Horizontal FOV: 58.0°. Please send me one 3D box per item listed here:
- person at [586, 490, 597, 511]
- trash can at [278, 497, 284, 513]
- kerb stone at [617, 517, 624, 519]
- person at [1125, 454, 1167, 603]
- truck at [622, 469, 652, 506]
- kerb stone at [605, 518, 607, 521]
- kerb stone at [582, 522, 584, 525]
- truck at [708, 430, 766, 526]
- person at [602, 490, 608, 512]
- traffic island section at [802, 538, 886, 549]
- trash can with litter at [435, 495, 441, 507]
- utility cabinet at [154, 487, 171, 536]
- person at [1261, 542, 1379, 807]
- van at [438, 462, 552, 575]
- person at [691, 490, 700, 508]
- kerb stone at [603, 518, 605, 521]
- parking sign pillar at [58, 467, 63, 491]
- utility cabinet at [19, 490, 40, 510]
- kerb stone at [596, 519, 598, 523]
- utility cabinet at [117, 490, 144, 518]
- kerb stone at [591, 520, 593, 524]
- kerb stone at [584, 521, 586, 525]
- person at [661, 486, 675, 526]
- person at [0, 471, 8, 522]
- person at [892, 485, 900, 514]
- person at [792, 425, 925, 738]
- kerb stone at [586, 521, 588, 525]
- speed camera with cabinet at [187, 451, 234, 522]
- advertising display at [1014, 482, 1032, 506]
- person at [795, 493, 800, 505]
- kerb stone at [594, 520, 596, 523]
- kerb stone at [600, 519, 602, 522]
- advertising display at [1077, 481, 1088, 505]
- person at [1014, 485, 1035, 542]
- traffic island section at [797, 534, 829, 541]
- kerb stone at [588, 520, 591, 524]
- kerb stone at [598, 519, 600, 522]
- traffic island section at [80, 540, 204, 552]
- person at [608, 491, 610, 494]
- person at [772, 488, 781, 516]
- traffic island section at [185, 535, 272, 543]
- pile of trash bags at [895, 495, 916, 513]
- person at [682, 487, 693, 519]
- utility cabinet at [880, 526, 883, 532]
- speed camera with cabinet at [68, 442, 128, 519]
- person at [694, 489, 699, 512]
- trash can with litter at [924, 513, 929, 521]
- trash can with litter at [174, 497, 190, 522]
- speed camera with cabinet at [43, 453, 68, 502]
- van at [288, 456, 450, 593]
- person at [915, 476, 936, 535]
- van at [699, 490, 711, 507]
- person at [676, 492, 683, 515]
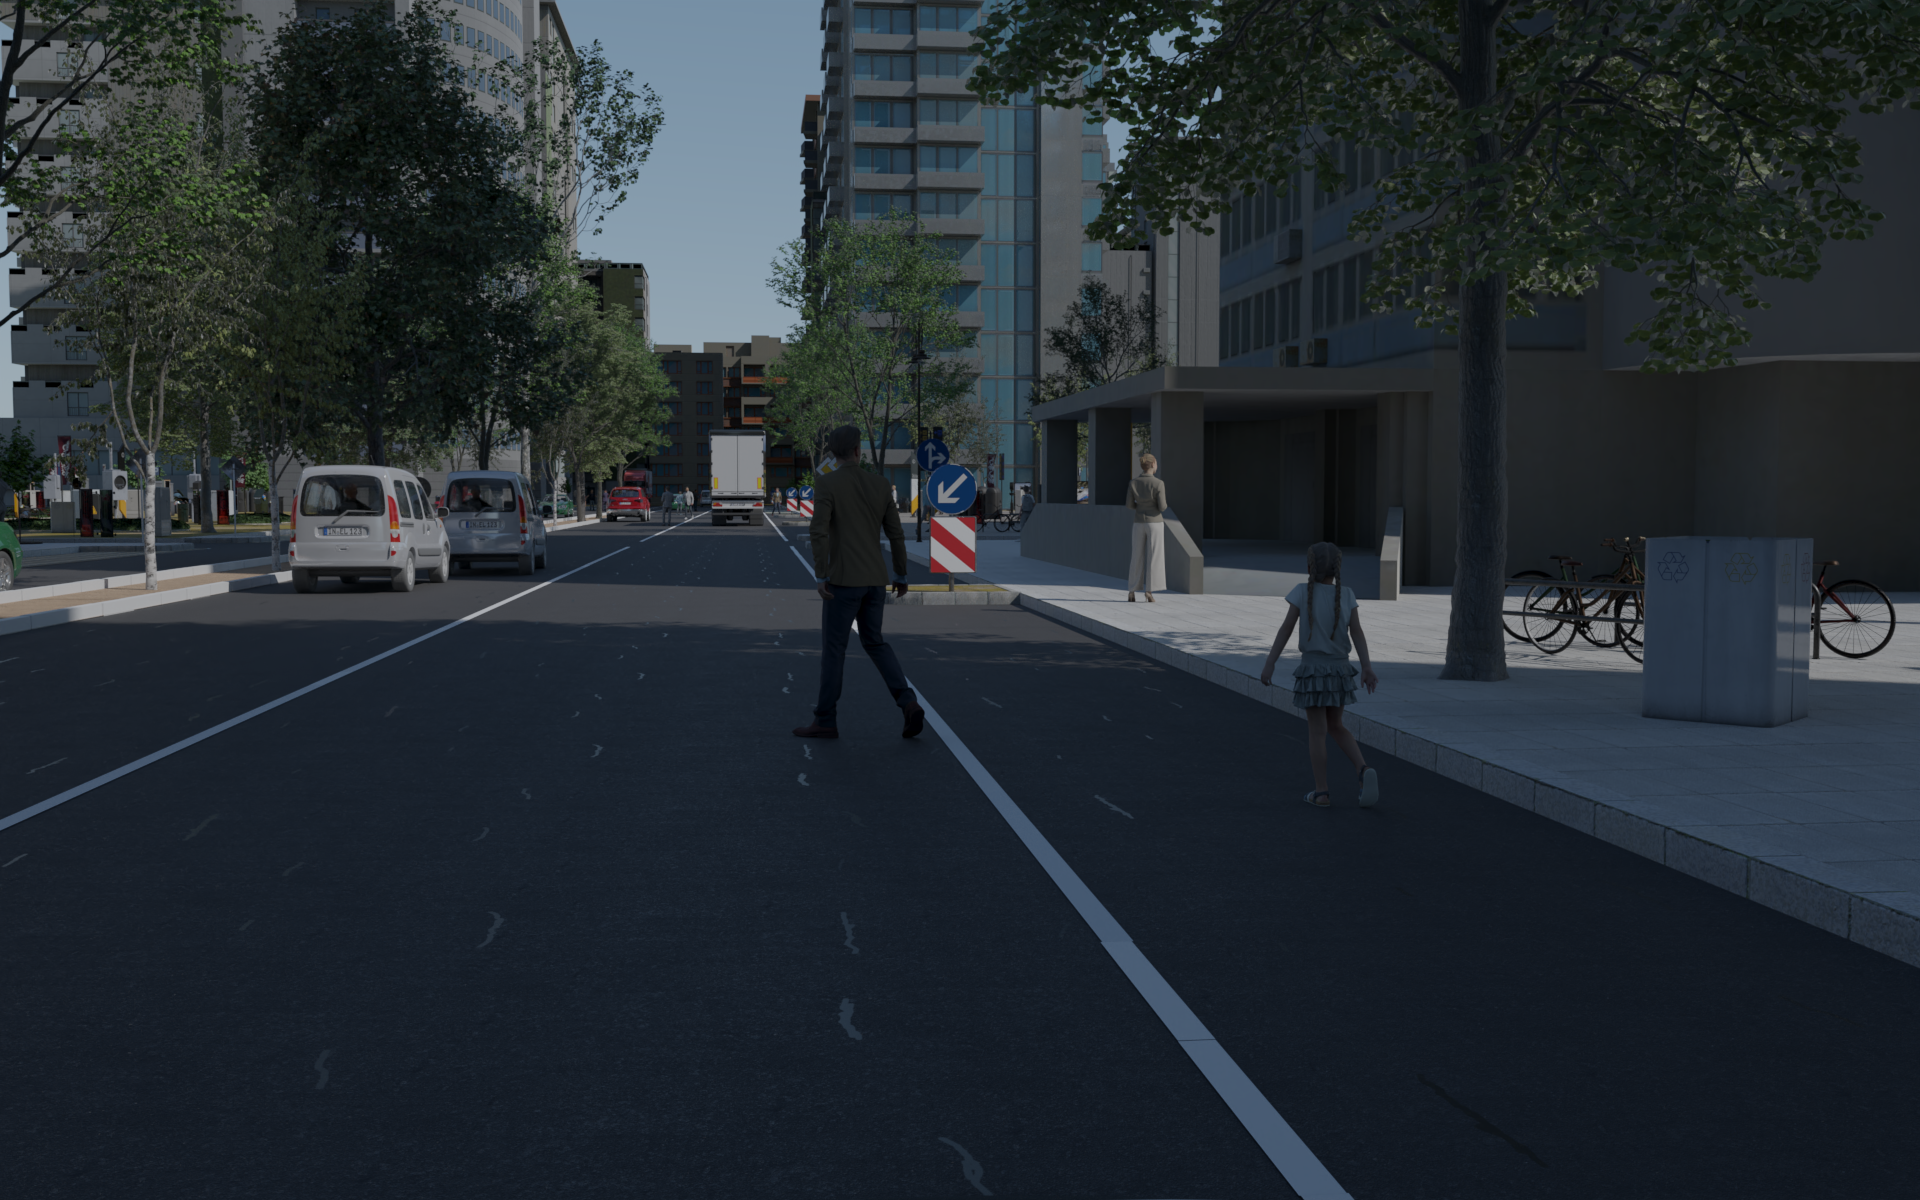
[{"bbox_3d":[-31.321,-8.499,147.479,1.348,1.822,0.705,-3,4,-37],"label":"person"},{"bbox_3d":[-40.033,-5.505,101.658,0.748,1.137,0.748,0,3,0],"label":"trash can"},{"bbox_3d":[-20.332,-4.989,103.802,0.120,0.150,1.000,0,4,-7],"label":"kerb stone"},{"bbox_3d":[2.238,-0.851,20.507,0.519,1.759,0.362,2,4,30],"label":"person"},{"bbox_3d":[-35.814,-12.453,192.522,2.839,4.237,11.283,0,4,-6],"label":"truck"},{"bbox_3d":[-18.720,-4.182,90.578,0.120,0.150,1.000,0,4,-7],"label":"kerb stone"},{"bbox_3d":[-17.215,-3.436,78.368,0.120,0.150,1.000,0,4,-7],"label":"kerb stone"},{"bbox_3d":[-10.467,-5.653,81.333,2.839,4.237,11.283,0,4,-8],"label":"truck"},{"bbox_3d":[-28.775,-8.018,140.042,0.683,1.767,0.568,-3,5,-44],"label":"person"},{"bbox_3d":[-3.097,-1.463,46.195,2.009,0.180,2.903,0,4,-7],"label":"traffic island section"},{"bbox_3d":[-35.682,-6.611,119.154,2.233,1.210,1.678,2,4,30],"label":"trash can with litter"},{"bbox_3d":[-24.033,-2.656,52.108,0.318,1.500,1.173,-1,4,-12],"label":"utility cabinet"},{"bbox_3d":[1.643,0.343,7.911,0.505,1.210,0.382,0,4,-8],"label":"person"},{"bbox_3d":[-8.600,-1.527,31.973,2.013,2.044,4.112,-1,4,-9],"label":"van"},{"bbox_3d":[-27.687,-10.475,179.846,1.350,1.814,0.705,-1,4,-17],"label":"person"},{"bbox_3d":[-18.585,-4.118,89.560,0.120,0.150,1.000,0,4,-7],"label":"kerb stone"},{"bbox_3d":[-63.394,-8.152,121.758,1.447,3.967,1.447,-1,4,-20],"label":"parking sign pillar"},{"bbox_3d":[-56.491,-5.903,105.184,0.318,1.500,1.173,2,4,26],"label":"utility cabinet"},{"bbox_3d":[-18.094,-3.871,85.488,0.120,0.150,1.000,0,4,-7],"label":"kerb stone"},{"bbox_3d":[-43.324,-5.002,90.455,1.173,1.500,0.318,-1,4,-14],"label":"utility cabinet"},{"bbox_3d":[-17.711,-3.684,82.431,0.120,0.150,1.000,0,4,-7],"label":"kerb stone"},{"bbox_3d":[-17.349,-3.497,79.381,0.120,0.150,1.000,0,4,-7],"label":"kerb stone"},{"bbox_3d":[-13.243,-4.256,78.281,0.606,1.804,0.583,-2,4,-31],"label":"person"},{"bbox_3d":[-21.844,-2.036,39.146,0.447,1.846,0.655,0,4,2],"label":"person"},{"bbox_3d":[-3.821,-5.776,100.834,0.624,1.780,0.694,1,4,15],"label":"person"},{"bbox_3d":[-0.577,-0.108,10.180,0.836,1.842,0.656,1,4,22],"label":"person"},{"bbox_3d":[-17.472,-3.560,80.397,0.120,0.150,1.000,0,4,-7],"label":"kerb stone"},{"bbox_3d":[-34.758,-5.258,80.302,2.038,3.252,0.660,1,4,13],"label":"speed camera with cabinet"},{"bbox_3d":[3.482,-5.537,95.748,0.974,1.923,0.123,1,4,14],"label":"advertising display"},{"bbox_3d":[-19.659,-12.219,208.362,1.350,1.814,0.705,0,4,-4],"label":"person"},{"bbox_3d":[-17.974,-3.809,84.473,0.120,0.150,1.000,0,4,-7],"label":"kerb stone"},{"bbox_3d":[-18.336,-3.992,87.529,0.120,0.150,1.000,0,4,-7],"label":"kerb stone"},{"bbox_3d":[5.869,-4.855,84.595,0.974,1.923,0.123,-1,4,-11],"label":"advertising display"},{"bbox_3d":[1.750,-2.311,46.417,0.523,1.515,0.503,2,4,25],"label":"person"},{"bbox_3d":[-4.066,-1.947,54.121,2.009,0.180,2.903,0,4,-7],"label":"traffic island section"},{"bbox_3d":[-17.588,-3.622,81.416,0.120,0.150,1.000,0,4,-7],"label":"kerb stone"},{"bbox_3d":[-18.218,-3.925,86.514,0.120,0.150,1.000,0,4,-7],"label":"kerb stone"},{"bbox_3d":[-20.807,-1.331,44.042,2.009,0.180,2.903,0,4,-7],"label":"traffic island section"},{"bbox_3d":[-33.241,-9.486,164.413,1.217,1.723,0.721,1,4,14],"label":"person"},{"bbox_3d":[-12.059,-6.442,113.730,0.836,1.842,0.656,2,4,33],"label":"person"},{"bbox_3d":[-21.777,-1.816,51.968,2.009,0.180,2.903,0,4,-7],"label":"traffic island section"},{"bbox_3d":[-4.346,-6.582,117.371,1.912,1.369,3.447,3,5,43],"label":"pile of trash bags"},{"bbox_3d":[-15.419,-5.498,98.237,0.661,1.843,0.795,1,4,11],"label":"person"},{"bbox_3d":[-2.831,-2.892,58.449,0.306,1.237,1.020,-1,4,-15],"label":"utility cabinet"},{"bbox_3d":[-32.380,-4.334,65.197,0.660,3.252,2.038,1,4,23],"label":"speed camera with cabinet"},{"bbox_3d":[-21.414,-8.076,140.561,0.705,1.821,1.348,-1,4,-22],"label":"person"},{"bbox_3d":[-1.392,-4.286,81.469,0.624,1.170,1.055,-1,4,-10],"label":"trash can with litter"},{"bbox_3d":[-35.430,-4.128,78.883,0.624,1.170,1.055,-1,4,-21],"label":"trash can with litter"},{"bbox_3d":[-44.148,-5.525,84.677,0.660,3.252,2.038,-1,4,-9],"label":"speed camera with cabinet"},{"bbox_3d":[-8.991,-1.198,26.602,2.013,2.044,4.112,0,4,-6],"label":"van"},{"bbox_3d":[-1.026,-2.935,53.885,0.748,1.841,0.638,2,4,33],"label":"person"},{"bbox_3d":[-27.684,-11.205,190.214,2.013,2.044,4.112,0,4,-6],"label":"van"},{"bbox_3d":[-19.313,-6.677,119.476,0.589,1.601,0.330,1,4,14],"label":"person"}]
